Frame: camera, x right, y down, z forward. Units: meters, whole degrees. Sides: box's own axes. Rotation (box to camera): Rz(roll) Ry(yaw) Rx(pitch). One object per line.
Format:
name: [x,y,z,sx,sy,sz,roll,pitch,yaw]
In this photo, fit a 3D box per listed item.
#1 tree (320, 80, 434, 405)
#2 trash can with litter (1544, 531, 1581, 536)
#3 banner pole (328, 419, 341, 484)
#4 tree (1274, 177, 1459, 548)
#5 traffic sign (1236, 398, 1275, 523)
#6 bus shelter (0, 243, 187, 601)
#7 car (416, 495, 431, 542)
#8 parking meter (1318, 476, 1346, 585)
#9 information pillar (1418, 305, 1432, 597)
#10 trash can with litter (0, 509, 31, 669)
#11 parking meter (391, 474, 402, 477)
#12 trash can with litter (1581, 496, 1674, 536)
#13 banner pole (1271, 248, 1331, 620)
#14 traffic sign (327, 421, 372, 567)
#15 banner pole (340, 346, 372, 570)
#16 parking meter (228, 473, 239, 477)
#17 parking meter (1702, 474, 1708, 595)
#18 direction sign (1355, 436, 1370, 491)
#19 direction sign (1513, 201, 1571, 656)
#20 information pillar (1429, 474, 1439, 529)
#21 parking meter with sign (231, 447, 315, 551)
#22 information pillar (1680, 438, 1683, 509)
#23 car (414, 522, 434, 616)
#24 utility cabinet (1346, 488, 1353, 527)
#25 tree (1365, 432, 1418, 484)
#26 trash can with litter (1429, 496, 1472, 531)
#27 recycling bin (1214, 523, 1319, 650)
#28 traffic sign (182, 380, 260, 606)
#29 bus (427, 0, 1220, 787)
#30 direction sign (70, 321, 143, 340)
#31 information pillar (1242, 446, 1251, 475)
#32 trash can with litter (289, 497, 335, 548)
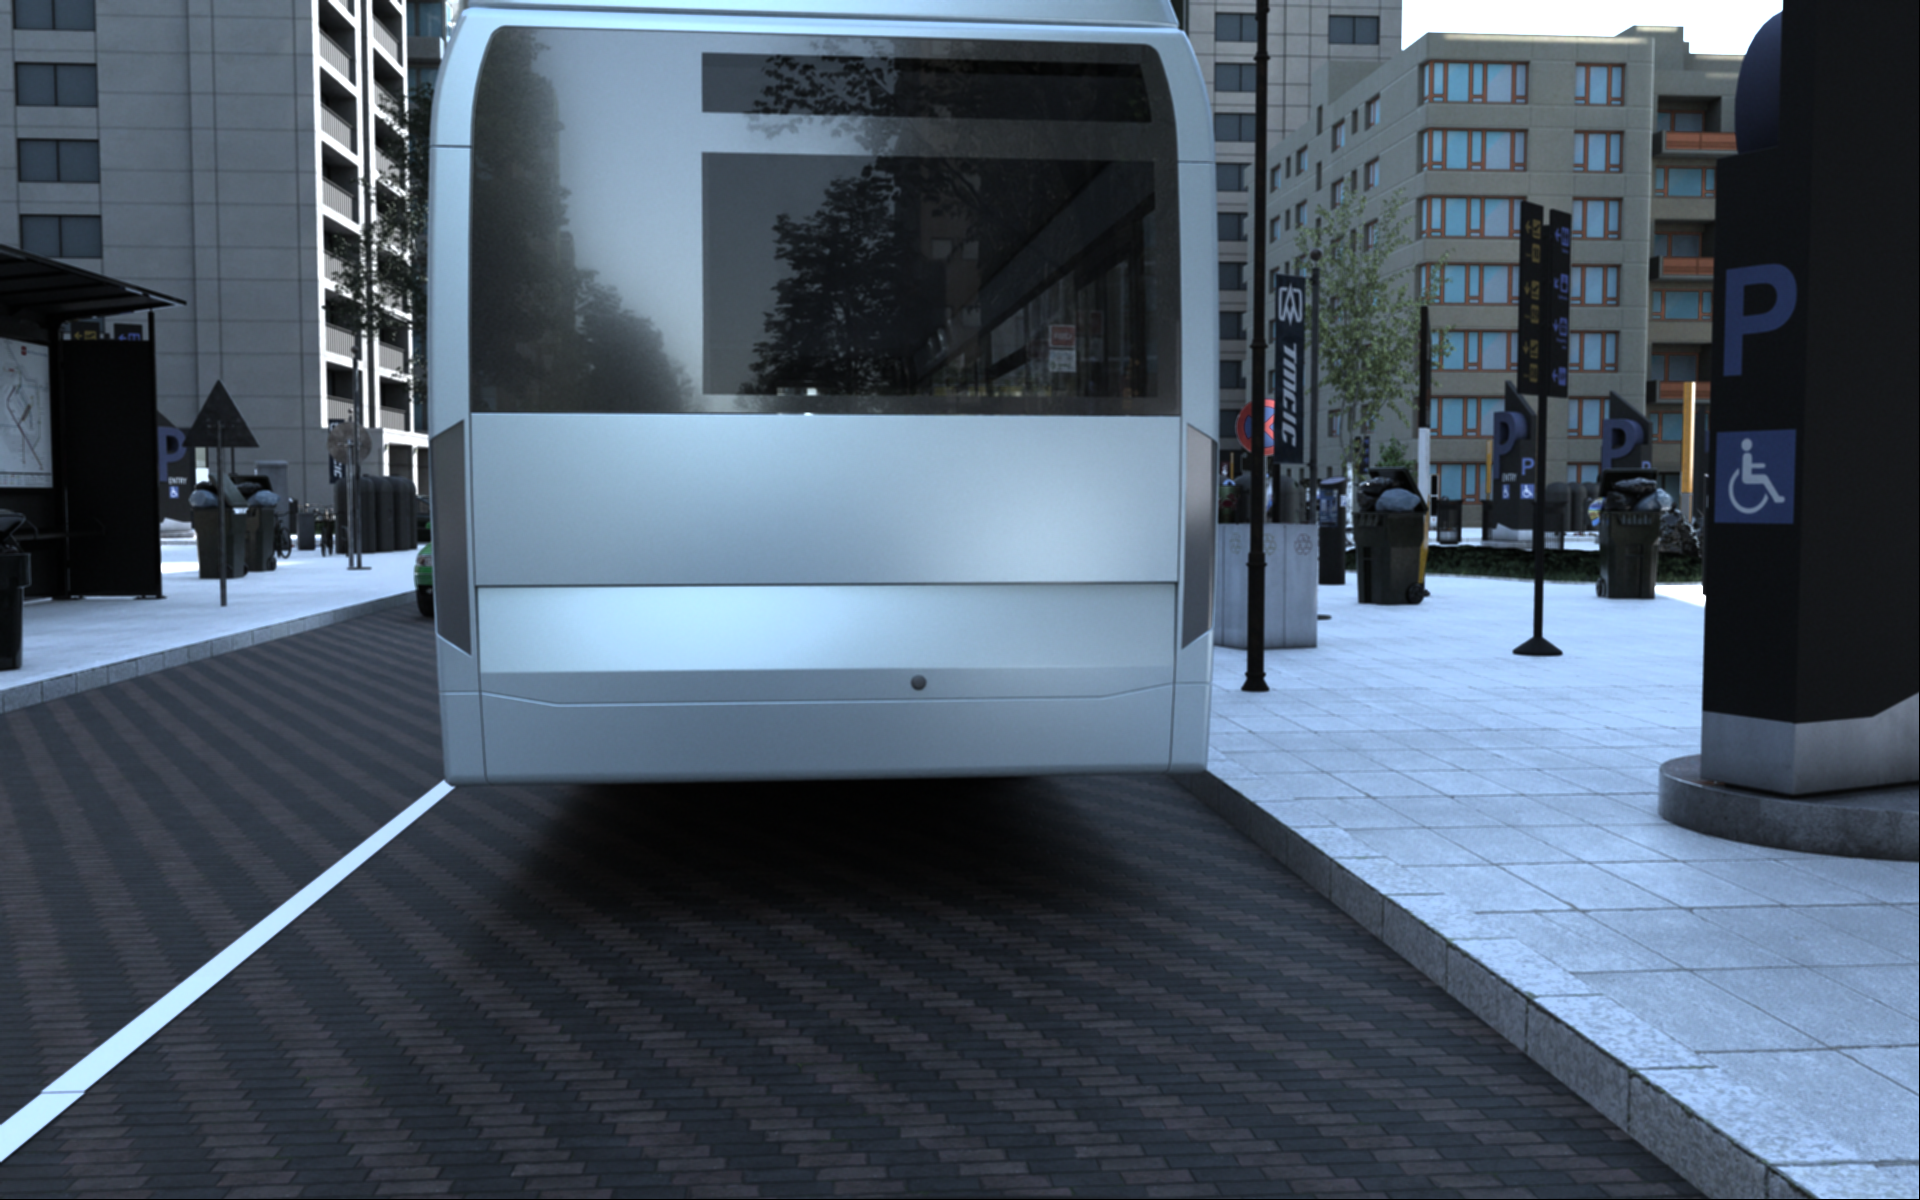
tree: [-9.386,-6.223,36.165,8.767,10.594,7.601,0,4,-2]
trash can with litter: [18.999,-2.571,53.086,2.233,1.210,1.678,2,4,31]
banner pole: [-18.124,-3.724,50.912,0.863,3.779,0.401,-2,4,-30]
tree: [9.555,-5.562,41.303,4.737,8.622,4.395,0,3,0]
traffic sign: [4.045,-1.405,23.074,0.768,2.556,0.104,0,4,2]
bus shelter: [-10.004,-1.637,18.051,1.731,3.624,6.357,0,4,-5]
car: [-14.572,-2.251,46.597,4.222,1.686,2.009,0,4,-3]
parking meter: [5.288,-0.990,24.592,0.372,1.533,0.369,0,3,0]
information pillar: [5.842,-1.862,21.805,0.183,3.616,0.504,1,4,22]
trash can with litter: [-7.351,-0.078,12.669,1.055,1.170,0.624,1,4,19]
parking meter: [-16.688,-2.797,51.442,0.255,1.863,0.399,1,4,14]
trash can with litter: [15.614,-1.722,39.216,1.678,1.210,2.233,-2,4,-33]
banner pole: [3.445,-1.686,17.586,0.863,3.779,0.401,-3,5,-39]
traffic sign: [-10.706,-1.852,30.392,0.768,2.556,0.104,0,4,-4]
banner pole: [-10.144,-2.396,29.185,0.401,3.779,0.863,-1,4,-23]
parking meter: [-20.536,-2.654,49.108,0.255,1.863,0.399,0,4,-5]
parking meter: [9.599,-0.825,21.900,0.372,1.533,0.369,0,3,0]
direction sign: [15.785,-4.653,68.069,0.379,3.537,0.876,-2,4,-25]
direction sign: [4.634,-1.333,13.789,0.379,3.537,0.876,3,5,42]
information pillar: [17.641,-3.665,64.421,0.304,2.012,0.304,1,4,18]
parking meter with sign: [-15.600,-2.632,39.299,1.738,3.016,0.543,-2,4,-30]
information pillar: [26.569,-4.420,63.630,0.183,3.616,0.504,1,4,11]
car: [-5.587,-0.798,21.837,1.959,1.807,4.718,0,4,-4]
utility cabinet: [14.586,-3.483,65.625,0.318,1.500,1.173,2,4,25]
tree: [13.306,-3.617,53.733,1.663,3.219,1.824,0,3,0]
trash can with litter: [16.861,-3.018,60.398,1.678,1.210,2.233,0,4,-6]
recycling bin: [2.536,-0.127,14.637,0.722,1.027,0.722,-2,4,-23]
traffic sign: [-8.431,-1.208,19.758,0.884,2.594,0.081,0,4,0]
bus: [-1.116,-1.059,12.180,2.948,3.499,13.247,0,4,-6]
direction sign: [-11.266,-1.895,22.974,0.876,3.537,0.379,-3,5,-41]
information pillar: [13.117,-5.380,79.316,0.504,3.616,0.183,1,4,8]
trash can with litter: [-15.815,-1.866,41.572,2.233,1.210,1.678,0,4,4]
